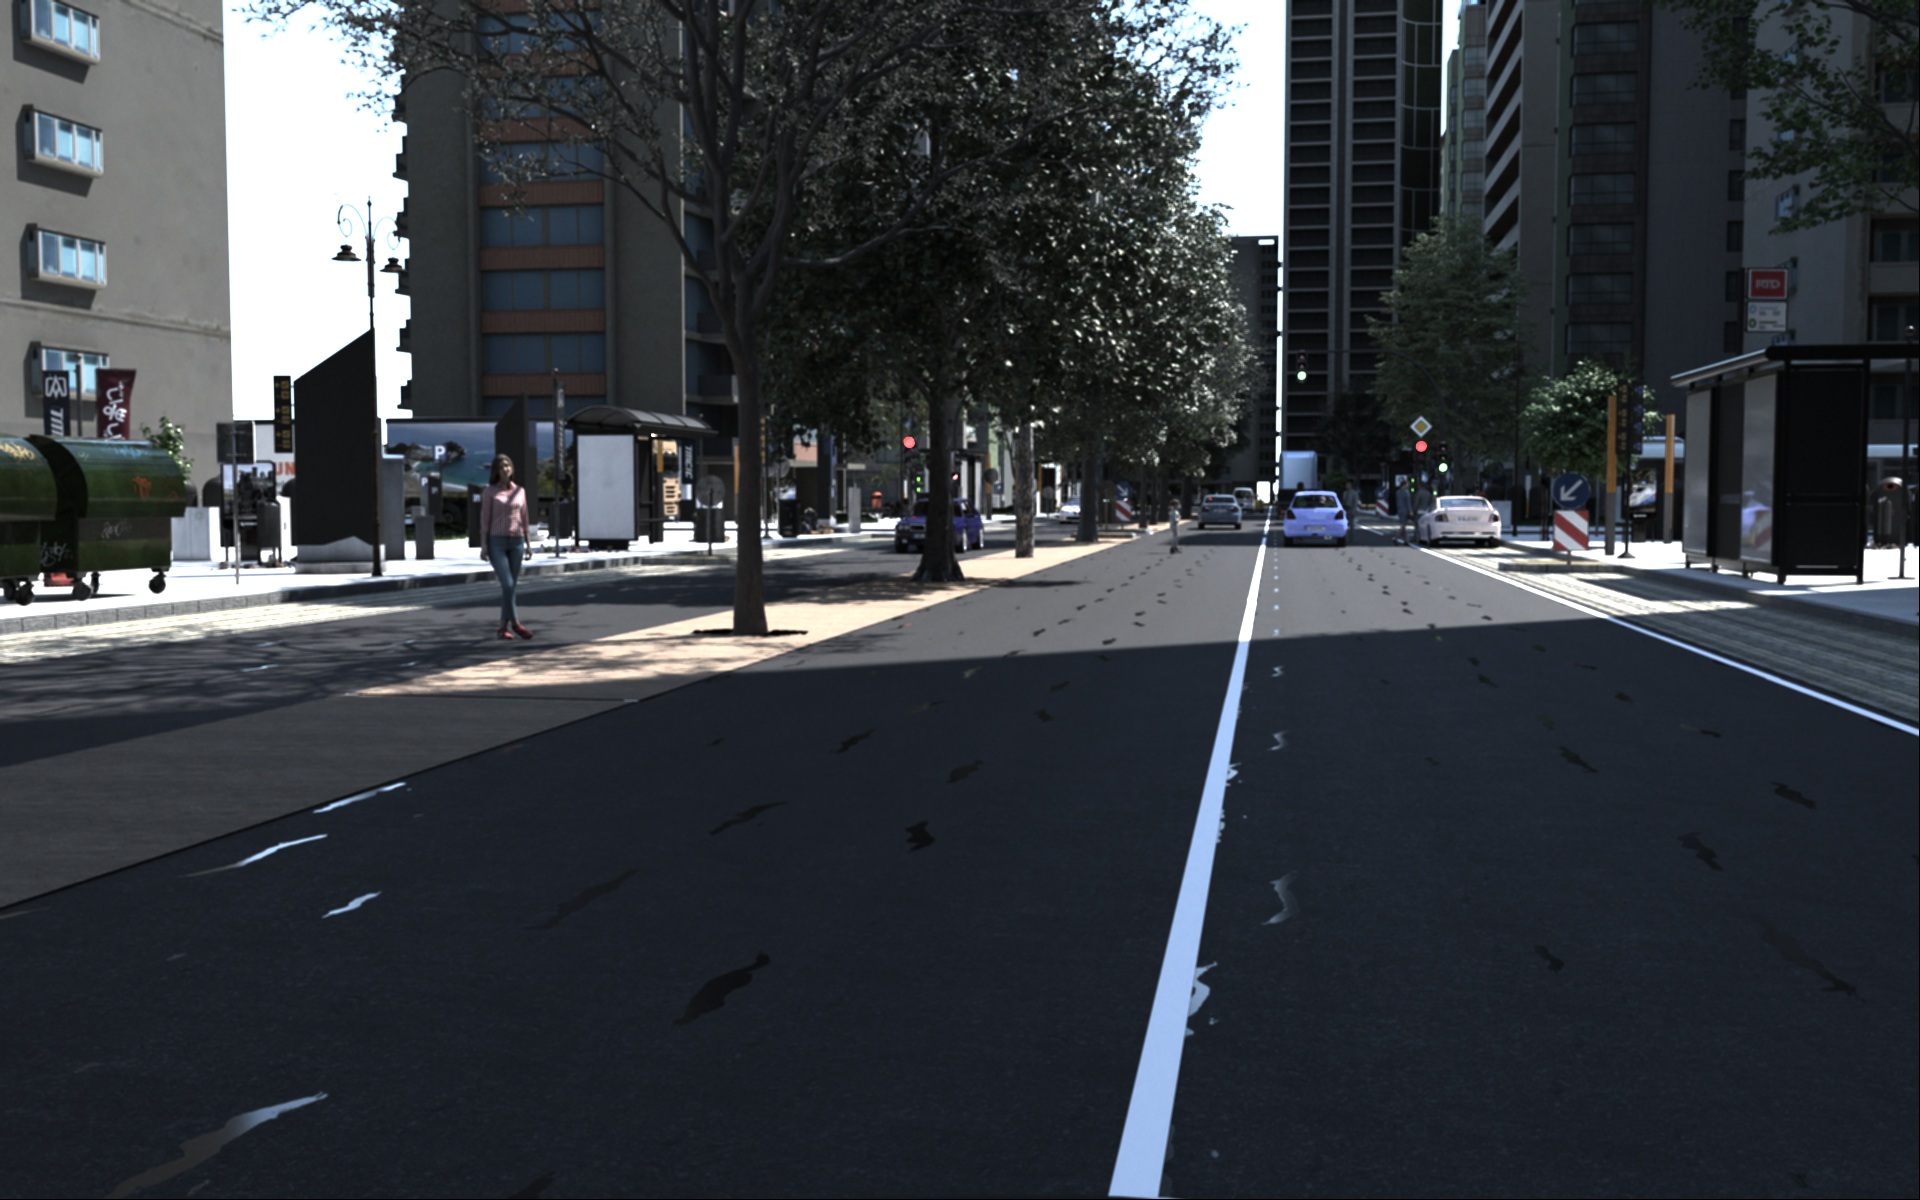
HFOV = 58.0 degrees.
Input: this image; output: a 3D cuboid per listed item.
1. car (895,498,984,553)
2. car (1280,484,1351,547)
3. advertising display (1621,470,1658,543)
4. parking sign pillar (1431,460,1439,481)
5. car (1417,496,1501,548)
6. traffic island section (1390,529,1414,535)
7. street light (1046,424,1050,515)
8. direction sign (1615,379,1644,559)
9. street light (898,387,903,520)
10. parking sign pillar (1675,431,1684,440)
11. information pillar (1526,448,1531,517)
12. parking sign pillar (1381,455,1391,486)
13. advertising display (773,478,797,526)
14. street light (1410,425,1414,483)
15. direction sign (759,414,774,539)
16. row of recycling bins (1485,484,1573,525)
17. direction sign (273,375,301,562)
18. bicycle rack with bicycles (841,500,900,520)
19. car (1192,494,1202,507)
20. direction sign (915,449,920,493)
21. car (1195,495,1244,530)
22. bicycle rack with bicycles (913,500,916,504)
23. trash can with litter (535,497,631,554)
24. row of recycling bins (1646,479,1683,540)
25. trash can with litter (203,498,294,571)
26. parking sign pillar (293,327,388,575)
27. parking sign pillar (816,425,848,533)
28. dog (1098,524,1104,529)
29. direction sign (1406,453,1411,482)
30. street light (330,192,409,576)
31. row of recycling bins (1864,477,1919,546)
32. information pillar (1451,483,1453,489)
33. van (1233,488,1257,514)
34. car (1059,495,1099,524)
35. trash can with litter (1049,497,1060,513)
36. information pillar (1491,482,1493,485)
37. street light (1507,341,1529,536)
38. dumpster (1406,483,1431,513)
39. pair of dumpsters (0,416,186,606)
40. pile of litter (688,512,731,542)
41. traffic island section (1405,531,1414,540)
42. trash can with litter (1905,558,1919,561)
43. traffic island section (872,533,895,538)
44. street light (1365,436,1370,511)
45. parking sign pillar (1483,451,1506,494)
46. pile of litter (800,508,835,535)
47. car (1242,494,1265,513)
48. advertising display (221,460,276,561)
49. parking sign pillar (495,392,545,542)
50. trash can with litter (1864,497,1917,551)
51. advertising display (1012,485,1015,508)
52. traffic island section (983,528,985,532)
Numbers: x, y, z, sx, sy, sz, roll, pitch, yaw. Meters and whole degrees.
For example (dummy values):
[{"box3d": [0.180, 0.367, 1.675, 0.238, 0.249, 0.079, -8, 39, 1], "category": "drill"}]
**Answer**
[{"box3d": [-0.499, -1.880, 43.326, 1.945, 1.354, 3.894, 1, 4, 10], "category": "car"}, {"box3d": [9.874, -2.357, 48.131, 1.945, 1.707, 3.694, 1, 4, 12], "category": "car"}, {"box3d": [17.868, -2.468, 45.570, 0.974, 1.923, 0.123, -1, 4, -10], "category": "advertising display"}, {"box3d": [26.607, -6.617, 96.666, 1.447, 3.967, 1.447, 2, 4, 25], "category": "parking sign pillar"}, {"box3d": [13.630, -2.144, 47.410, 2.083, 1.381, 4.827, 1, 4, 9], "category": "car"}, {"box3d": [16.506, -2.439, 62.159, 2.009, 0.180, 2.903, 1, 4, 10], "category": "traffic island section"}, {"box3d": [5.471, -8.268, 107.963, 0.468, 5.910, 1.993, 1, 4, 10], "category": "street light"}, {"box3d": [13.268, -2.592, 34.375, 0.876, 3.537, 0.379, -3, 4, -36], "category": "direction sign"}, {"box3d": [-2.210, -5.680, 65.652, 0.468, 5.910, 1.993, 1, 4, 10], "category": "street light"}, {"box3d": [28.738, -4.982, 69.928, 1.447, 3.967, 1.447, 2, 4, 29], "category": "parking sign pillar"}, {"box3d": [25.082, -5.203, 76.431, 0.183, 3.616, 0.504, 0, 4, 1], "category": "information pillar"}, {"box3d": [29.204, -7.925, 118.038, 1.447, 3.967, 1.447, -1, 4, -15], "category": "parking sign pillar"}, {"box3d": [-6.932, -3.885, 68.736, 0.974, 1.923, 0.123, 1, 4, 12], "category": "advertising display"}, {"box3d": [23.836, -7.244, 91.233, 0.468, 5.910, 1.993, 1, 4, 10], "category": "street light"}, {"box3d": [-5.521, -3.514, 49.455, 0.379, 3.537, 0.876, 1, 4, 20], "category": "direction sign"}, {"box3d": [23.641, -3.970, 72.023, 3.534, 1.692, 1.069, 2, 4, 27], "category": "row of recycling bins"}, {"box3d": [-12.600, -2.506, 32.969, 0.876, 3.537, 0.379, 0, 4, 1], "category": "direction sign"}, {"box3d": [-4.522, -4.494, 86.866, 2.925, 0.926, 2.852, 0, 4, 1], "category": "bicycle rack with bicycles"}, {"box3d": [24.359, -10.318, 178.483, 2.009, 1.686, 4.222, 1, 4, 9], "category": "car"}, {"box3d": [-2.191, -5.875, 88.053, 0.379, 3.537, 0.876, -1, 4, -22], "category": "direction sign"}, {"box3d": [10.664, -3.615, 71.111, 2.014, 1.417, 4.499, 1, 4, 9], "category": "car"}, {"box3d": [-2.813, -5.288, 99.849, 2.852, 0.926, 2.925, -2, 4, -26], "category": "bicycle rack with bicycles"}, {"box3d": [-8.328, -1.637, 37.818, 2.233, 1.210, 1.678, -1, 4, -11], "category": "trash can with litter"}, {"box3d": [20.150, -2.492, 47.852, 1.069, 1.692, 3.534, -2, 4, -34], "category": "row of recycling bins"}, {"box3d": [-12.307, -1.155, 29.934, 1.678, 1.210, 2.233, 1, 4, 20], "category": "trash can with litter"}, {"box3d": [-10.083, -2.425, 28.113, 1.447, 3.967, 1.447, 0, 4, -3], "category": "parking sign pillar"}, {"box3d": [-4.441, -4.233, 57.688, 1.447, 3.967, 1.447, 0, 4, 5], "category": "parking sign pillar"}, {"box3d": [5.569, -2.987, 68.124, 0.406, 0.507, 0.540, -1, 4, -23], "category": "dog"}, {"box3d": [24.739, -6.337, 95.599, 0.379, 3.537, 0.876, 2, 4, 26], "category": "direction sign"}, {"box3d": [-9.123, -3.311, 26.925, 0.468, 5.910, 1.993, 1, 4, 10], "category": "street light"}, {"box3d": [22.774, -2.216, 43.343, 3.534, 1.692, 1.069, 2, 4, 26], "category": "row of recycling bins"}, {"box3d": [26.421, -5.385, 92.537, 0.304, 2.012, 0.304, -3, 4, -36], "category": "information pillar"}, {"box3d": [20.550, -7.255, 125.636, 2.013, 2.044, 4.112, 1, 4, 10], "category": "van"}, {"box3d": [5.884, -4.338, 83.283, 2.083, 1.381, 4.827, 1, 4, 10], "category": "car"}, {"box3d": [6.314, -6.325, 114.808, 1.055, 1.170, 0.624, -2, 4, -24], "category": "trash can with litter"}, {"box3d": [31.331, -5.999, 102.568, 0.304, 2.012, 0.304, 3, 4, 37], "category": "information pillar"}, {"box3d": [16.825, -4.866, 52.349, 0.468, 5.910, 1.993, 1, 4, 10], "category": "street light"}, {"box3d": [23.209, -5.007, 87.628, 1.264, 1.857, 1.865, 1, 4, 10], "category": "dumpster"}, {"box3d": [-11.085, -1.089, 20.307, 1.574, 2.255, 4.437, 1, 4, 10], "category": "pair of dumpsters"}, {"box3d": [-6.748, -1.994, 46.568, 1.176, 0.858, 1.719, 0, 4, -4], "category": "pile of litter"}, {"box3d": [15.084, -1.958, 54.301, 2.009, 0.180, 2.903, 1, 4, 10], "category": "traffic island section"}, {"box3d": [19.280, -1.360, 33.288, 2.233, 1.210, 1.678, 1, 4, 16], "category": "trash can with litter"}, {"box3d": [-1.636, -2.143, 57.321, 2.009, 0.180, 2.903, 1, 4, 10], "category": "traffic island section"}, {"box3d": [31.614, -9.882, 134.359, 0.468, 5.910, 1.993, 1, 4, 10], "category": "street light"}, {"box3d": [32.652, -7.178, 105.837, 1.447, 3.967, 1.447, -1, 4, -15], "category": "parking sign pillar"}, {"box3d": [-4.479, -2.495, 54.761, 1.176, 0.858, 1.719, 2, 4, 35], "category": "pile of litter"}, {"box3d": [21.978, -7.347, 130.348, 2.015, 1.641, 3.980, 1, 4, 9], "category": "car"}, {"box3d": [-13.630, -1.713, 33.218, 0.974, 1.923, 0.123, -1, 4, -14], "category": "advertising display"}, {"box3d": [-11.861, -3.537, 46.296, 1.447, 3.967, 1.447, 3, 5, 40], "category": "parking sign pillar"}, {"box3d": [21.301, -1.785, 40.244, 1.678, 1.210, 2.233, 3, 4, 37], "category": "trash can with litter"}, {"box3d": [4.058, -7.218, 123.230, 0.123, 1.923, 0.974, -2, 4, -33], "category": "advertising display"}, {"box3d": [-0.214, -2.624, 65.179, 2.009, 0.180, 2.903, 1, 4, 10], "category": "traffic island section"}]
